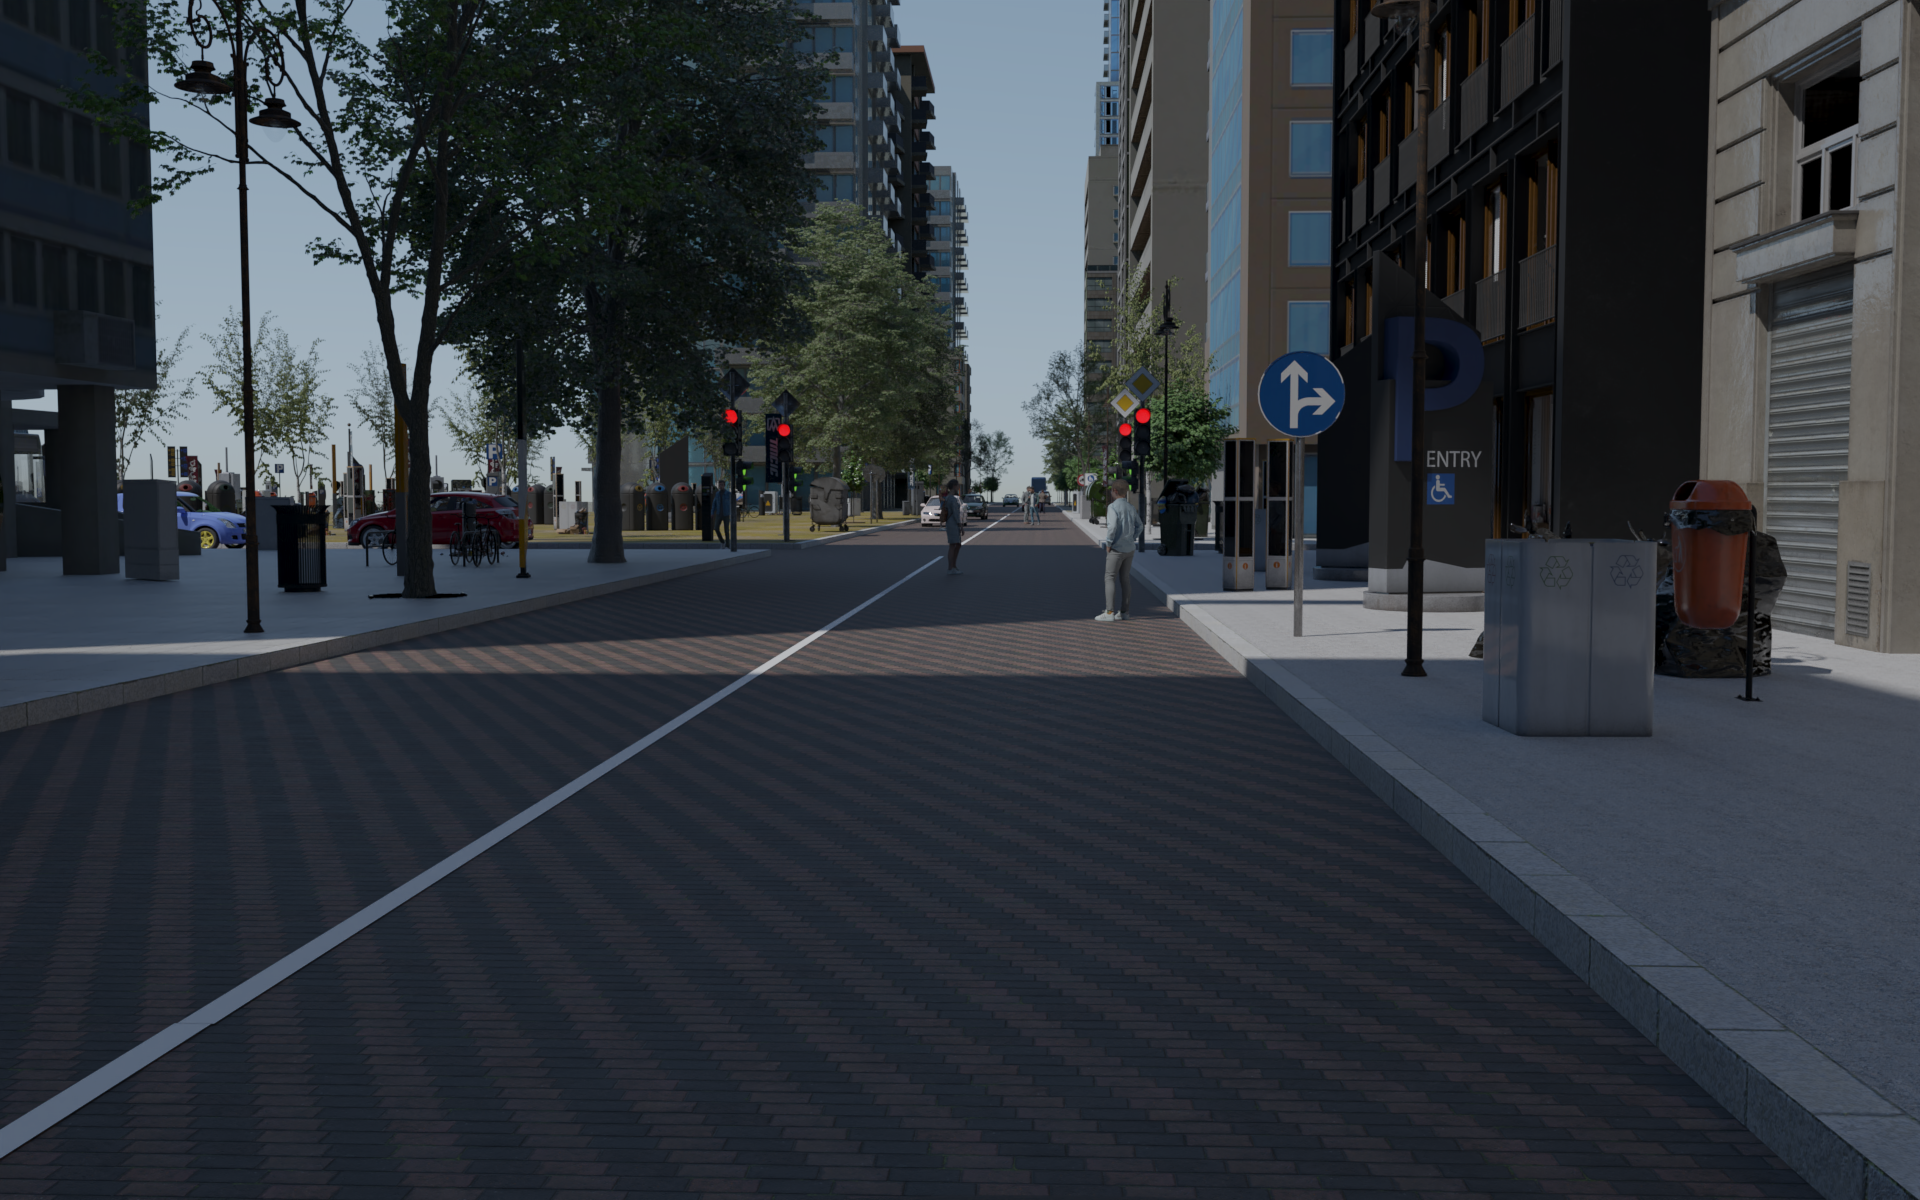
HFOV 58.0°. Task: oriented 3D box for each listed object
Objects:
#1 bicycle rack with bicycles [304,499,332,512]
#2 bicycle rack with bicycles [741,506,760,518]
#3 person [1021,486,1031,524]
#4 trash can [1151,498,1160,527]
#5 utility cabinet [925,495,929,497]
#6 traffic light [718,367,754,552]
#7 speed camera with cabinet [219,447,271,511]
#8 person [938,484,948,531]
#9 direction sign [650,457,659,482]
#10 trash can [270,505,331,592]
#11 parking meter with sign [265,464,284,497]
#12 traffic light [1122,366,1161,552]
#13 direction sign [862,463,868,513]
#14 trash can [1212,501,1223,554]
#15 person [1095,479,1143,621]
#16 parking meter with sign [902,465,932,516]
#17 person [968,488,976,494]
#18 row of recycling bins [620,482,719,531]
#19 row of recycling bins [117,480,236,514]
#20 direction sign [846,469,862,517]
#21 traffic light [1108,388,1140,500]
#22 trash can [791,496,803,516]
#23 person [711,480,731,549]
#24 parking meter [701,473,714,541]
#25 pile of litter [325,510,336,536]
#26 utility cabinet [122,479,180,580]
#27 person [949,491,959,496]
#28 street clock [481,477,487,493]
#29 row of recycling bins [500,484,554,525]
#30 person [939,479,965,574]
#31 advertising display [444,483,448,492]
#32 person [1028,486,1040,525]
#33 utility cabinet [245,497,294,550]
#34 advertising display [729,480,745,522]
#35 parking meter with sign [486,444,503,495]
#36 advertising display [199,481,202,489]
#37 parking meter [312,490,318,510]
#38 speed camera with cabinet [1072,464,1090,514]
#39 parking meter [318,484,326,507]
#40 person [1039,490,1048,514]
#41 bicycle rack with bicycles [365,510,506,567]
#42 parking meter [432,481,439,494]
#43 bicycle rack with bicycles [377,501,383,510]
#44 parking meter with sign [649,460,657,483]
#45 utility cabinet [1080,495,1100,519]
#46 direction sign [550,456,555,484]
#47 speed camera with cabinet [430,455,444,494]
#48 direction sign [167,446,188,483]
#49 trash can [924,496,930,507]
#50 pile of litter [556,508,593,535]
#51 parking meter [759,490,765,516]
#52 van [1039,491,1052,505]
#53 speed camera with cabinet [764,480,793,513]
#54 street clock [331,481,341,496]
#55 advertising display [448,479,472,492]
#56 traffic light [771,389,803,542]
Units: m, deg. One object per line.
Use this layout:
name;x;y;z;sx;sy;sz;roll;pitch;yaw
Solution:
bicycle rack with bicycles;-42.919;-6.337;116.999;2.852;0.926;2.925;-2;4;-24
bicycle rack with bicycles;-12.270;-4.906;93.600;2.925;0.926;2.852;0;3;0
person;3.232;-4.568;83.282;0.391;1.810;0.635;3;4;37
trash can;7.806;-3.451;68.072;0.748;1.137;0.748;0;3;0
utility cabinet;-2.553;-6.574;118.643;0.306;1.237;1.020;3;4;36
traffic light;-5.023;-3.029;38.451;0.839;4.253;0.868;0;4;3
speed camera with cabinet;-30.225;-4.823;73.196;2.038;3.252;0.660;1;4;9
person;-0.641;-3.646;68.093;0.573;1.828;0.580;-3;4;-38
direction sign;-18.596;-6.941;105.487;0.876;3.537;0.379;3;5;43
trash can;-8.656;-0.680;22.772;0.748;1.137;0.748;0;3;0
parking meter with sign;-39.719;-6.344;99.978;1.738;3.016;0.543;3;4;37
traffic light;3.979;-3.004;38.043;0.839;4.253;0.868;0;4;3
direction sign;-6.835;-7.835;120.095;0.876;3.537;0.379;0;4;-1
trash can;5.804;-1.572;37.361;0.748;1.137;0.748;0;3;0
person;1.819;-0.574;19.697;0.589;1.601;0.330;-2;4;-35
parking meter with sign;-2.569;-6.581;103.860;1.738;3.016;0.543;-1;4;-18
person;0.751;-6.270;111.201;0.592;1.802;0.473;3;5;42
row of recycling bins;-10.242;-3.295;60.990;3.534;1.692;1.069;-2;4;-24
row of recycling bins;-23.309;-2.694;51.166;3.534;1.692;1.069;-1;4;-23
direction sign;-6.125;-6.459;97.605;0.876;3.537;0.379;-1;4;-19
traffic light;4.356;-3.492;46.020;0.839;4.253;0.868;0;4;3
trash can;-9.769;-5.635;103.782;0.748;1.137;0.748;0;3;0
person;-5.899;-2.107;43.289;0.601;1.785;0.444;1;4;19
parking meter;-6.879;-2.536;47.169;0.255;1.863;0.399;0;4;5
pile of litter;-19.996;-2.430;53.692;1.176;0.858;1.719;-2;4;-24
utility cabinet;-12.044;-1.047;25.800;1.173;1.500;0.318;3;5;42
person;-0.347;-4.826;86.766;0.474;1.900;0.648;2;4;26
street clock;-20.370;-4.284;74.610;0.471;2.002;0.358;2;4;27
row of recycling bins;-18.217;-4.037;73.112;3.534;1.692;1.069;2;4;26
person;-0.123;-1.312;30.948;0.522;1.701;0.512;-1;4;-19
advertising display;-30.225;-5.844;100.767;0.974;1.923;0.123;1;4;10
person;3.373;-4.311;79.336;0.623;1.781;0.721;2;4;24
utility cabinet;-15.799;-1.744;39.675;1.020;1.237;0.306;0;4;0
advertising display;-10.312;-4.580;80.091;0.974;1.923;0.123;3;5;41
parking meter with sign;-15.948;-3.844;59.113;0.543;3.016;1.738;-1;4;-10
advertising display;-36.556;-4.746;82.808;0.123;1.923;0.974;0;4;7
parking meter;-44.857;-6.851;120.430;0.372;1.533;0.369;0;3;0
speed camera with cabinet;8.056;-7.323;114.075;0.660;3.252;2.038;-1;4;-20
parking meter;-32.320;-5.018;87.761;0.399;1.863;0.255;-1;4;-21
person;6.115;-7.248;127.539;0.617;1.759;0.750;1;4;21
bicycle rack with bicycles;-9.427;-1.118;31.659;2.852;0.926;2.925;0;4;5
parking meter;-23.633;-4.423;78.034;0.255;1.863;0.399;-2;4;-27
bicycle rack with bicycles;-30.759;-4.777;91.482;2.852;0.926;2.925;-2;4;-29
parking meter with sign;-14.814;-5.571;87.353;1.738;3.016;0.543;2;4;30
utility cabinet;6.614;-4.696;87.937;1.020;1.237;0.306;-1;4;-19
direction sign;-24.601;-6.892;104.681;0.379;3.537;0.876;-2;4;-30
speed camera with cabinet;-27.214;-5.713;87.748;2.038;3.252;0.660;-1;4;-20
direction sign;-36.972;-5.500;81.916;0.876;3.537;0.379;-1;4;-17
trash can;-2.285;-6.194;112.921;0.748;1.137;0.748;0;3;0
pile of litter;-12.359;-2.539;55.475;1.176;0.858;1.719;-1;4;-15
parking meter;-11.746;-5.769;102.731;0.372;1.533;0.369;0;3;0
van;10.869;-13.249;223.629;2.013;2.044;4.112;0;4;1
speed camera with cabinet;-12.093;-7.355;114.585;2.038;3.252;0.660;1;4;10
street clock;-33.969;-5.487;94.288;0.471;2.002;0.358;-3;5;-44
advertising display;-21.932;-4.343;76.228;0.123;1.923;0.974;3;5;42
traffic light;-4.646;-3.517;46.428;0.839;4.253;0.868;0;4;3
